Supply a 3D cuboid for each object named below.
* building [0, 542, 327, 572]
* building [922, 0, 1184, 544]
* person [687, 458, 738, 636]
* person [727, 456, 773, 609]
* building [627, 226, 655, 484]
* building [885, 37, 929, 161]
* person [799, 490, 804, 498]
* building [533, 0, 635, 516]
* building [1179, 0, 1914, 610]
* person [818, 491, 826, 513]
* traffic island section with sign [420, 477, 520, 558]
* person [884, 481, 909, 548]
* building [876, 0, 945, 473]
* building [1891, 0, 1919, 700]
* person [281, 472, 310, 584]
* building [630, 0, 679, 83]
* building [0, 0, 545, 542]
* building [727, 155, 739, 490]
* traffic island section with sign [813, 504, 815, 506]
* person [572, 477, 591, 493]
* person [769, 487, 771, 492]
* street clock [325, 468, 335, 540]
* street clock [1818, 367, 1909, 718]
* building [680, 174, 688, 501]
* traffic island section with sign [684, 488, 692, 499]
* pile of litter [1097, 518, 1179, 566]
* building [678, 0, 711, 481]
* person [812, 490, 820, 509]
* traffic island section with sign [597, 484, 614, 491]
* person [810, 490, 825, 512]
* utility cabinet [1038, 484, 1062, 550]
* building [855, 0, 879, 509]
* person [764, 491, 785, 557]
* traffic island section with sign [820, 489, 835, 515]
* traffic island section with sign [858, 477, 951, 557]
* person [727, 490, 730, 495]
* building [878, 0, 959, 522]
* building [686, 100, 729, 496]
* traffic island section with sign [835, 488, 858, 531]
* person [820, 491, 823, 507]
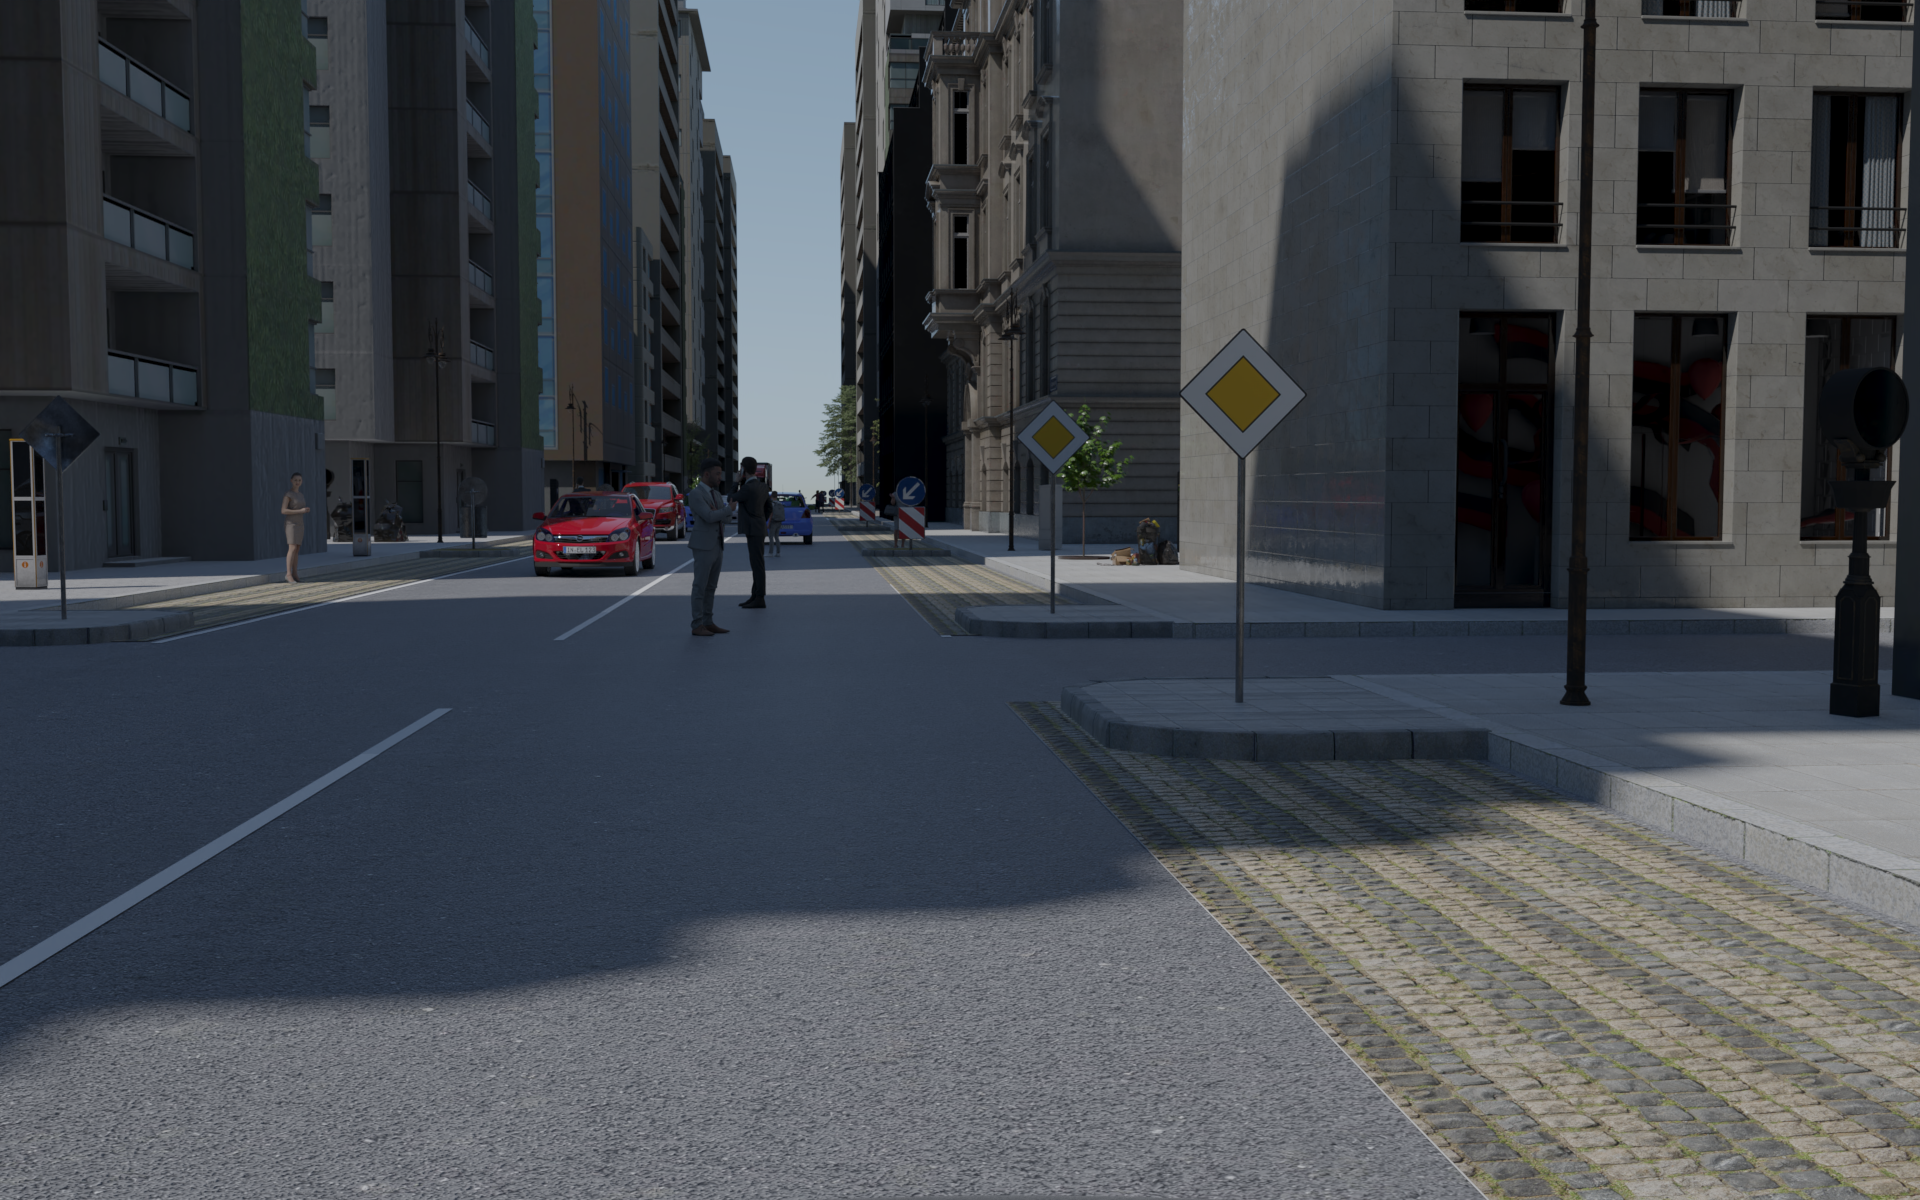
[{"bbox_3d":[-20.383,-21.166,29.661,14.154,41.232,14.086,0,4,-5],"label":"building"},{"bbox_3d":[6.019,-14.783,60.786,14.460,24.649,34.723,0,4,-5],"label":"building"},{"bbox_3d":[-2.503,-0.546,17.605,0.466,1.800,0.511,0,4,7],"label":"person"},{"bbox_3d":[-2.648,-0.850,21.766,0.474,1.900,0.648,1,4,10],"label":"person"},{"bbox_3d":[-33.855,-15.928,105.466,27.650,21.520,28.899,0,4,-5],"label":"building"},{"bbox_3d":[2.018,-20.945,114.159,14.160,30.474,14.107,0,4,-5],"label":"building"},{"bbox_3d":[-14.477,-9.036,156.255,1.348,1.821,0.705,3,5,43],"label":"person"},{"bbox_3d":[-22.554,-26.181,78.169,14.600,45.320,14.200,0,4,-5],"label":"building"},{"bbox_3d":[12.574,-10.376,24.398,16.860,20.320,10.420,0,4,-5],"label":"building"},{"bbox_3d":[-10.527,-7.494,131.941,0.541,1.710,0.530,3,5,44],"label":"person"},{"bbox_3d":[-11.198,-1.902,39.728,1.989,1.847,2.006,0,4,-5],"label":"traffic island section with sign"},{"bbox_3d":[-1.566,-2.137,43.801,0.716,1.782,0.532,0,4,-1],"label":"person"},{"bbox_3d":[7.431,-33.369,134.817,28.713,52.752,27.495,0,4,-5],"label":"building"},{"bbox_3d":[17.504,-23.021,0.102,21.300,48.544,21.600,0,4,-5],"label":"building"},{"bbox_3d":[-10.636,-1.157,27.757,0.374,1.781,0.599,1,4,12],"label":"person"},{"bbox_3d":[-32.522,-30.970,130.068,21.300,48.544,21.600,0,4,-5],"label":"building"},{"bbox_3d":[-21.909,-22.787,56.159,14.154,41.232,14.086,0,4,-5],"label":"building"},{"bbox_3d":[-41.223,-37.362,234.572,21.300,48.544,21.600,0,4,-5],"label":"building"},{"bbox_3d":[-15.813,-11.703,199.978,1.989,1.847,2.006,0,4,-5],"label":"traffic island section with sign"},{"bbox_3d":[-10.335,-2.418,47.403,0.474,1.900,0.648,3,5,43],"label":"person"},{"bbox_3d":[-10.657,-5.395,96.665,1.348,1.831,0.705,2,4,34],"label":"person"},{"bbox_3d":[-17.875,-2.706,48.806,0.471,2.002,0.358,0,4,-7],"label":"street clock"},{"bbox_3d":[5.186,-0.331,9.983,0.471,2.002,0.358,-2,4,-24],"label":"street clock"},{"bbox_3d":[-31.108,-23.080,149.060,14.160,30.474,14.107,0,4,-5],"label":"building"},{"bbox_3d":[-18.157,-6.581,116.223,1.989,1.847,2.006,0,4,-5],"label":"traffic island section with sign"},{"bbox_3d":[3.260,-1.069,31.441,1.719,0.858,1.176,-1,4,-9],"label":"pile of litter"},{"bbox_3d":[-41.827,-36.587,187.430,28.713,52.752,27.495,0,4,-5],"label":"building"},{"bbox_3d":[-13.342,-9.436,162.872,1.348,1.812,0.705,-2,4,-35],"label":"person"},{"bbox_3d":[-13.691,-3.572,67.028,1.989,1.847,2.006,0,4,-5],"label":"traffic island section with sign"},{"bbox_3d":[-11.198,-7.768,136.230,1.217,1.743,0.721,1,4,14],"label":"person"},{"bbox_3d":[2.072,-1.904,39.812,0.318,1.500,1.173,1,4,16],"label":"utility cabinet"},{"bbox_3d":[1.430,-32.740,159.004,21.300,48.544,21.600,0,4,-5],"label":"building"},{"bbox_3d":[-4.237,-1.737,39.501,0.523,1.515,0.503,0,4,0],"label":"person"},{"bbox_3d":[-8.308,-6.661,117.538,1.989,1.847,2.006,0,4,-5],"label":"traffic island section with sign"},{"bbox_3d":[-1.288,-1.932,40.224,1.989,1.847,2.006,0,4,-5],"label":"traffic island section with sign"},{"bbox_3d":[-21.095,-9.216,159.166,1.348,1.826,0.705,-1,4,-11],"label":"person"},{"bbox_3d":[2.444,-15.694,86.282,12.332,23.373,15.834,0,4,-5],"label":"building"},{"bbox_3d":[-40.163,-36.032,212.830,21.300,48.544,21.600,0,4,-5],"label":"building"},{"bbox_3d":[-3.752,-3.599,67.468,1.989,1.847,2.006,0,4,-5],"label":"traffic island section with sign"},{"bbox_3d":[-15.642,-11.415,195.162,0.705,1.821,1.348,-1,4,-9],"label":"person"}]
